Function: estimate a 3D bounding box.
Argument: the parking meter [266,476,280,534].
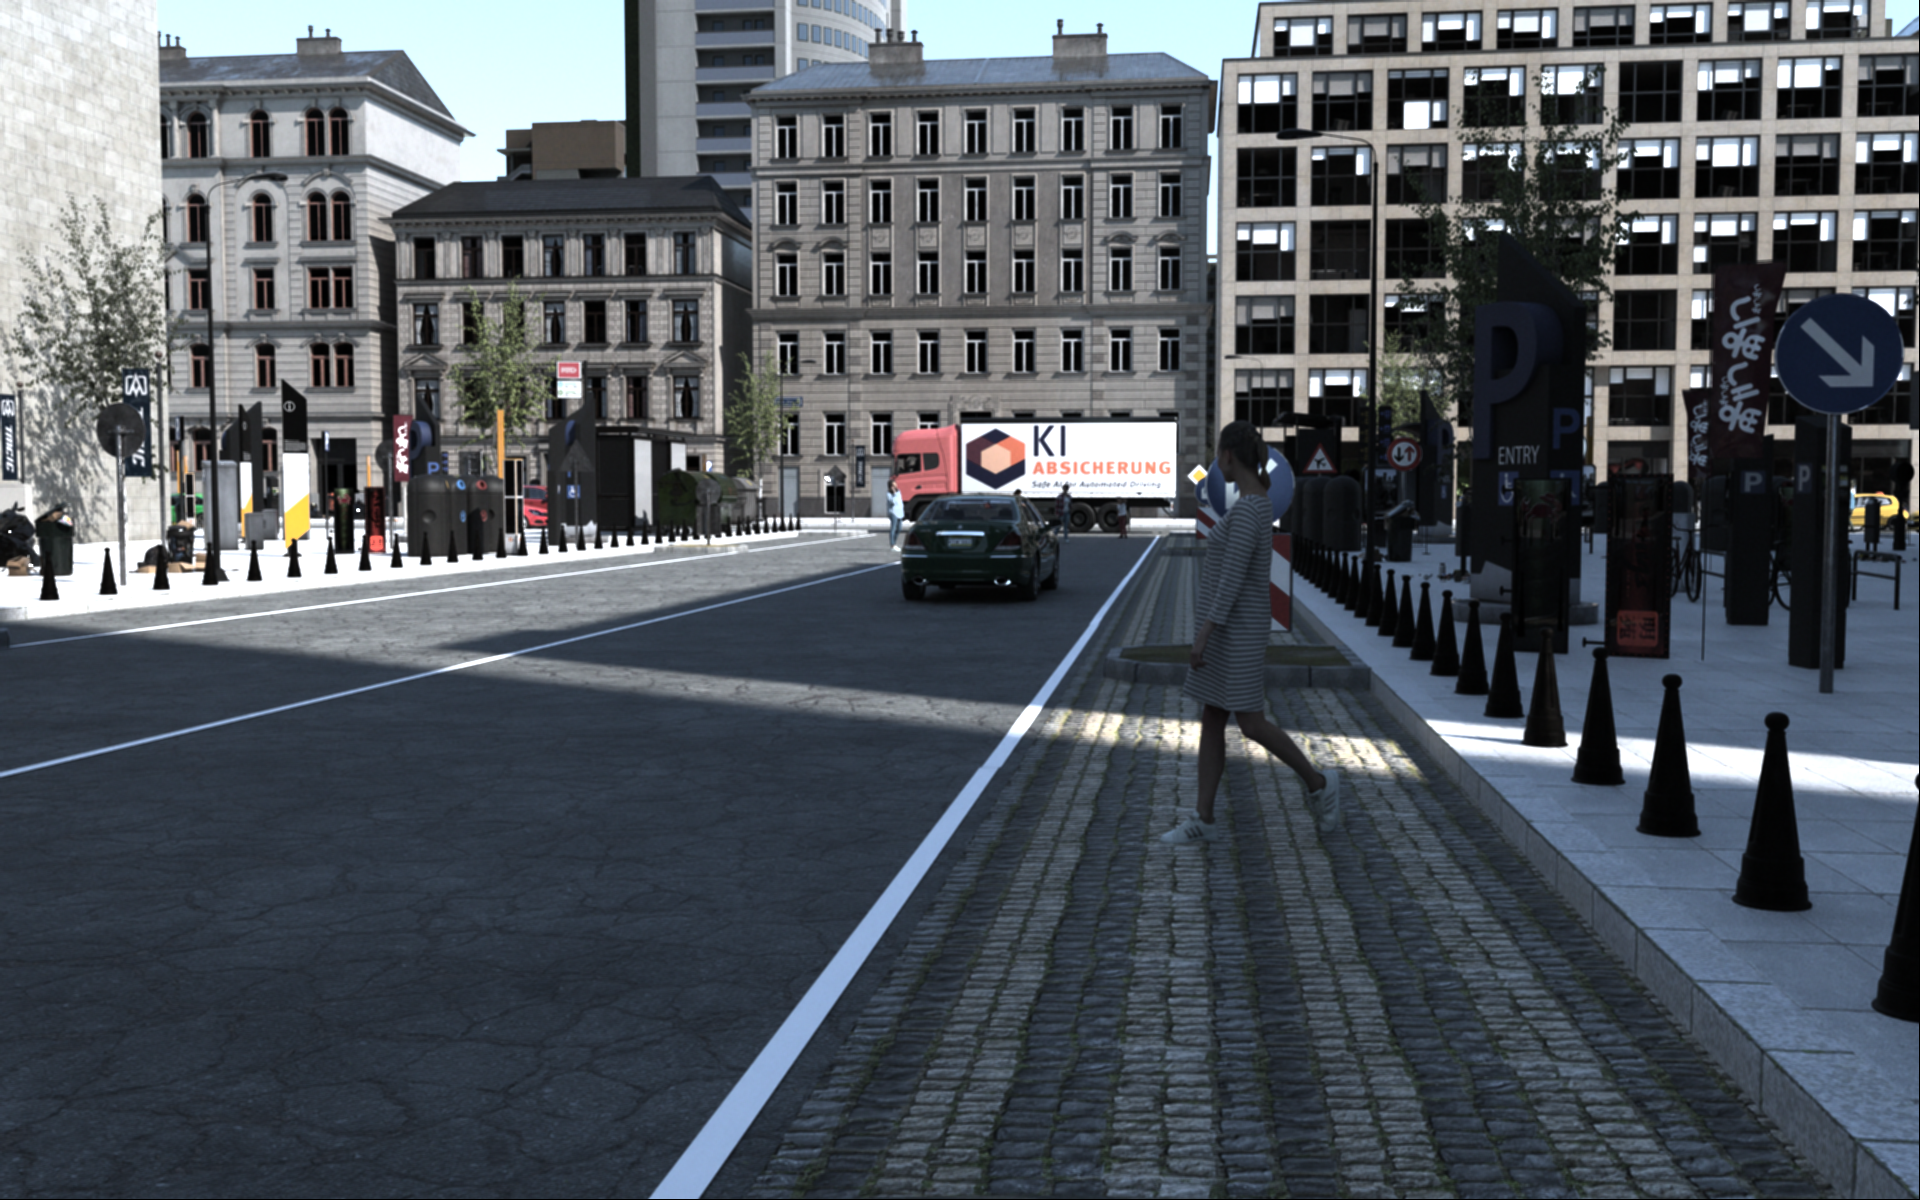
[{"bbox_3d":[-22.194,-3.072,55.941,0.399,1.863,0.255,3,5,41],"label":"parking meter"}]

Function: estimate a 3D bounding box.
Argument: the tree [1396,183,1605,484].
[{"bbox_3d":[12.868,-5.590,41.753,4.360,8.622,3.978,0,3,0],"label":"tree"}]

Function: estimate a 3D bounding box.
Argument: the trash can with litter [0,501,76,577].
[{"bbox_3d":[-14.412,-0.959,27.075,1.055,1.170,0.624,-1,4,-18],"label":"trash can with litter"}]

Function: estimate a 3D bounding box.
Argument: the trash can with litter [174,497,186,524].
[{"bbox_3d":[-28.484,-3.209,63.858,1.055,1.170,0.624,3,4,37],"label":"trash can with litter"}]

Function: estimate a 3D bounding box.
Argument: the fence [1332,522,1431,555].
[{"bbox_3d":[8.946,-1.309,36.770,2.069,0.683,0.278,0,4,-4],"label":"fence"}]

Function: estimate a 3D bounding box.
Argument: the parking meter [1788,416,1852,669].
[{"bbox_3d":[6.350,-0.433,12.786,0.255,1.863,0.399,0,4,-2],"label":"parking meter"}]

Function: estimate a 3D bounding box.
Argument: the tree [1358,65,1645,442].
[{"bbox_3d":[9.511,-4.823,29.215,4.737,8.622,4.395,0,3,0],"label":"tree"}]

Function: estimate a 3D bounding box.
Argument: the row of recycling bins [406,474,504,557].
[{"bbox_3d":[-10.685,-1.819,36.853,1.069,1.692,3.534,1,4,12],"label":"row of recycling bins"}]

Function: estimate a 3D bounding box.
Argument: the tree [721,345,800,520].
[{"bbox_3d":[-9.967,-8.306,86.165,4.737,8.622,4.395,0,3,0],"label":"tree"}]

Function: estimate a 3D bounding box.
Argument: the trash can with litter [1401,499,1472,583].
[{"bbox_3d":[7.417,-0.909,25.925,1.678,1.210,2.233,1,4,18],"label":"trash can with litter"}]

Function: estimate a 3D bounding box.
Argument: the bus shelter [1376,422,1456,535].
[{"bbox_3d":[13.262,-3.521,51.487,2.014,3.302,5.546,0,4,7],"label":"bus shelter"}]

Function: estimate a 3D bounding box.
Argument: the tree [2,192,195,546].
[{"bbox_3d":[-20.596,-5.611,42.107,4.360,8.622,3.978,0,3,0],"label":"tree"}]

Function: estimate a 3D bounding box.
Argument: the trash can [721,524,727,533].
[{"bbox_3d":[-7.990,-2.822,57.789,0.748,1.137,0.748,0,3,0],"label":"trash can"}]

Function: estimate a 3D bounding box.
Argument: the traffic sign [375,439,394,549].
[{"bbox_3d":[-13.260,-2.460,40.325,0.768,2.556,0.104,1,4,9],"label":"traffic sign"}]

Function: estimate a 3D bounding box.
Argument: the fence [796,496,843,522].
[{"bbox_3d":[-6.415,-4.155,79.143,2.264,1.192,0.480,2,4,25],"label":"fence"}]

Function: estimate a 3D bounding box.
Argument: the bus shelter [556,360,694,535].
[{"bbox_3d":[-10.695,-4.713,54.687,2.179,5.291,8.768,0,4,8],"label":"bus shelter"}]

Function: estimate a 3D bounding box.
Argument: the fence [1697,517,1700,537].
[{"bbox_3d":[20.134,-1.832,45.320,2.069,0.683,0.278,3,4,37],"label":"fence"}]

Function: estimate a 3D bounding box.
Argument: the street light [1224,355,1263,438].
[{"bbox_3d":[9.532,-5.224,57.947,1.470,5.913,1.316,0,4,8],"label":"street light"}]

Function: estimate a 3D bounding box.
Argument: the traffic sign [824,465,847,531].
[{"bbox_3d":[-4.325,-3.452,60.076,0.795,2.450,0.064,0,4,8],"label":"traffic sign"}]

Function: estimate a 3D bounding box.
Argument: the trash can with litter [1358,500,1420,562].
[{"bbox_3d":[8.122,-1.310,32.803,1.055,1.170,0.624,0,4,-8],"label":"trash can with litter"}]

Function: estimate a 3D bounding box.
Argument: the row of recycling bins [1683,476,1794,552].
[{"bbox_3d":[18.293,-1.981,39.507,3.534,1.692,1.069,-2,4,-25],"label":"row of recycling bins"}]

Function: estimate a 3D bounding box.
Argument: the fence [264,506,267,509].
[{"bbox_3d":[-34.226,-4.258,84.991,2.069,0.683,0.278,3,5,43],"label":"fence"}]

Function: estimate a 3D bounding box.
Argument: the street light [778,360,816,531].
[{"bbox_3d":[-5.657,-5.354,60.081,1.470,5.913,1.316,0,4,8],"label":"street light"}]

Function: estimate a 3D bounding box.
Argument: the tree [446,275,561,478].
[{"bbox_3d":[-15.600,-6.632,58.797,4.737,8.622,4.395,0,3,0],"label":"tree"}]

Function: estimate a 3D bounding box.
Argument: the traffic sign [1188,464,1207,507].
[{"bbox_3d":[8.059,-3.350,58.421,0.795,2.450,0.064,0,4,8],"label":"traffic sign"}]

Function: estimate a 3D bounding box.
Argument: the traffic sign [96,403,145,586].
[{"bbox_3d":[-11.710,-1.471,24.160,0.768,2.556,0.104,1,4,12],"label":"traffic sign"}]

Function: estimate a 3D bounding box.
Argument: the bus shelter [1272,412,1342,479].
[{"bbox_3d":[10.451,-3.732,52.304,1.731,3.624,6.357,0,4,7],"label":"bus shelter"}]

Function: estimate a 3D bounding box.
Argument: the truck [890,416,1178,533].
[{"bbox_3d":[2.398,-4.617,64.405,11.283,4.237,2.839,0,4,7],"label":"truck"}]

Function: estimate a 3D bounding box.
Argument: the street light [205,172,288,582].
[{"bbox_3d":[-10.375,-3.220,25.182,1.470,5.913,1.316,0,4,8],"label":"street light"}]

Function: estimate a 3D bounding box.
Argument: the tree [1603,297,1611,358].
[{"bbox_3d":[17.026,-6.126,50.519,4.360,8.622,3.978,0,3,0],"label":"tree"}]

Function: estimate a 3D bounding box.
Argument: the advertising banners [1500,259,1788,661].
[{"bbox_3d":[5.291,-1.061,13.534,2.074,3.025,0.090,2,4,34],"label":"advertising banners"}]

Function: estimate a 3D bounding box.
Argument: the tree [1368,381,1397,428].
[{"bbox_3d":[21.622,-8.037,81.765,4.360,8.622,3.978,0,3,0],"label":"tree"}]

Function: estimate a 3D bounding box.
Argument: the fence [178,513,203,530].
[{"bbox_3d":[-23.177,-2.324,53.373,2.069,0.683,0.278,1,4,9],"label":"fence"}]

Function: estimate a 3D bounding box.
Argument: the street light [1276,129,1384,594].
[{"bbox_3d":[4.723,-3.033,22.134,1.470,5.913,1.316,0,4,8],"label":"street light"}]

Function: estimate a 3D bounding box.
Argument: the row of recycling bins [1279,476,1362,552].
[{"bbox_3d":[8.329,-2.028,40.271,1.069,1.692,3.534,-1,4,-10],"label":"row of recycling bins"}]

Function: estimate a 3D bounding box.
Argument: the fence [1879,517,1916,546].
[{"bbox_3d":[23.768,-1.758,44.124,0.278,0.683,2.069,0,4,6],"label":"fence"}]

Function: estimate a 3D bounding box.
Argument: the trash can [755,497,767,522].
[{"bbox_3d":[-9.339,-4.208,80.456,0.748,1.137,0.748,0,3,0],"label":"trash can"}]

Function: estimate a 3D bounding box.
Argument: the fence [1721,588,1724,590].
[{"bbox_3d":[10.816,-0.532,24.075,0.278,0.683,2.069,2,4,28],"label":"fence"}]

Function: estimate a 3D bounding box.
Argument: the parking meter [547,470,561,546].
[{"bbox_3d":[-10.063,-2.278,42.950,0.255,1.863,0.399,0,4,2],"label":"parking meter"}]

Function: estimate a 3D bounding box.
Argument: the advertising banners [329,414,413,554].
[{"bbox_3d":[-12.681,-2.522,37.425,0.090,3.025,2.074,3,4,38],"label":"advertising banners"}]

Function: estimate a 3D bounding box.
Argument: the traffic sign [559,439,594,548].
[{"bbox_3d":[-9.105,-2.513,41.098,0.884,2.594,0.081,1,4,9],"label":"traffic sign"}]

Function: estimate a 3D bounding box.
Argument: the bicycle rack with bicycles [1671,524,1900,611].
[{"bbox_3d":[9.574,-0.413,20.127,2.852,0.926,2.925,1,4,15],"label":"bicycle rack with bicycles"}]

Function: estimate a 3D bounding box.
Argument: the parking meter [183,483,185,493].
[{"bbox_3d":[-39.354,-5.043,88.168,0.255,1.863,0.399,1,4,21],"label":"parking meter"}]

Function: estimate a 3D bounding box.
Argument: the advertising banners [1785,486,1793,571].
[{"bbox_3d":[13.083,-1.997,28.839,2.074,3.025,0.090,1,4,12],"label":"advertising banners"}]

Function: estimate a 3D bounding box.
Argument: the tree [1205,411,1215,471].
[{"bbox_3d":[22.940,-12.294,151.365,4.360,8.622,3.978,0,3,0],"label":"tree"}]

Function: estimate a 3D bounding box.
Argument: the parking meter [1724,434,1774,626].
[{"bbox_3d":[7.721,-0.689,16.984,0.399,1.863,0.255,1,4,14],"label":"parking meter"}]

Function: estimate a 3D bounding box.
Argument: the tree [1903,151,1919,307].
[{"bbox_3d":[18.169,-4.785,28.596,4.360,8.622,3.978,0,3,0],"label":"tree"}]

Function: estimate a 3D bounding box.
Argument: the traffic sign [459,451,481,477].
[{"bbox_3d":[-11.613,-2.381,41.058,0.606,2.300,0.079,1,4,16],"label":"traffic sign"}]
